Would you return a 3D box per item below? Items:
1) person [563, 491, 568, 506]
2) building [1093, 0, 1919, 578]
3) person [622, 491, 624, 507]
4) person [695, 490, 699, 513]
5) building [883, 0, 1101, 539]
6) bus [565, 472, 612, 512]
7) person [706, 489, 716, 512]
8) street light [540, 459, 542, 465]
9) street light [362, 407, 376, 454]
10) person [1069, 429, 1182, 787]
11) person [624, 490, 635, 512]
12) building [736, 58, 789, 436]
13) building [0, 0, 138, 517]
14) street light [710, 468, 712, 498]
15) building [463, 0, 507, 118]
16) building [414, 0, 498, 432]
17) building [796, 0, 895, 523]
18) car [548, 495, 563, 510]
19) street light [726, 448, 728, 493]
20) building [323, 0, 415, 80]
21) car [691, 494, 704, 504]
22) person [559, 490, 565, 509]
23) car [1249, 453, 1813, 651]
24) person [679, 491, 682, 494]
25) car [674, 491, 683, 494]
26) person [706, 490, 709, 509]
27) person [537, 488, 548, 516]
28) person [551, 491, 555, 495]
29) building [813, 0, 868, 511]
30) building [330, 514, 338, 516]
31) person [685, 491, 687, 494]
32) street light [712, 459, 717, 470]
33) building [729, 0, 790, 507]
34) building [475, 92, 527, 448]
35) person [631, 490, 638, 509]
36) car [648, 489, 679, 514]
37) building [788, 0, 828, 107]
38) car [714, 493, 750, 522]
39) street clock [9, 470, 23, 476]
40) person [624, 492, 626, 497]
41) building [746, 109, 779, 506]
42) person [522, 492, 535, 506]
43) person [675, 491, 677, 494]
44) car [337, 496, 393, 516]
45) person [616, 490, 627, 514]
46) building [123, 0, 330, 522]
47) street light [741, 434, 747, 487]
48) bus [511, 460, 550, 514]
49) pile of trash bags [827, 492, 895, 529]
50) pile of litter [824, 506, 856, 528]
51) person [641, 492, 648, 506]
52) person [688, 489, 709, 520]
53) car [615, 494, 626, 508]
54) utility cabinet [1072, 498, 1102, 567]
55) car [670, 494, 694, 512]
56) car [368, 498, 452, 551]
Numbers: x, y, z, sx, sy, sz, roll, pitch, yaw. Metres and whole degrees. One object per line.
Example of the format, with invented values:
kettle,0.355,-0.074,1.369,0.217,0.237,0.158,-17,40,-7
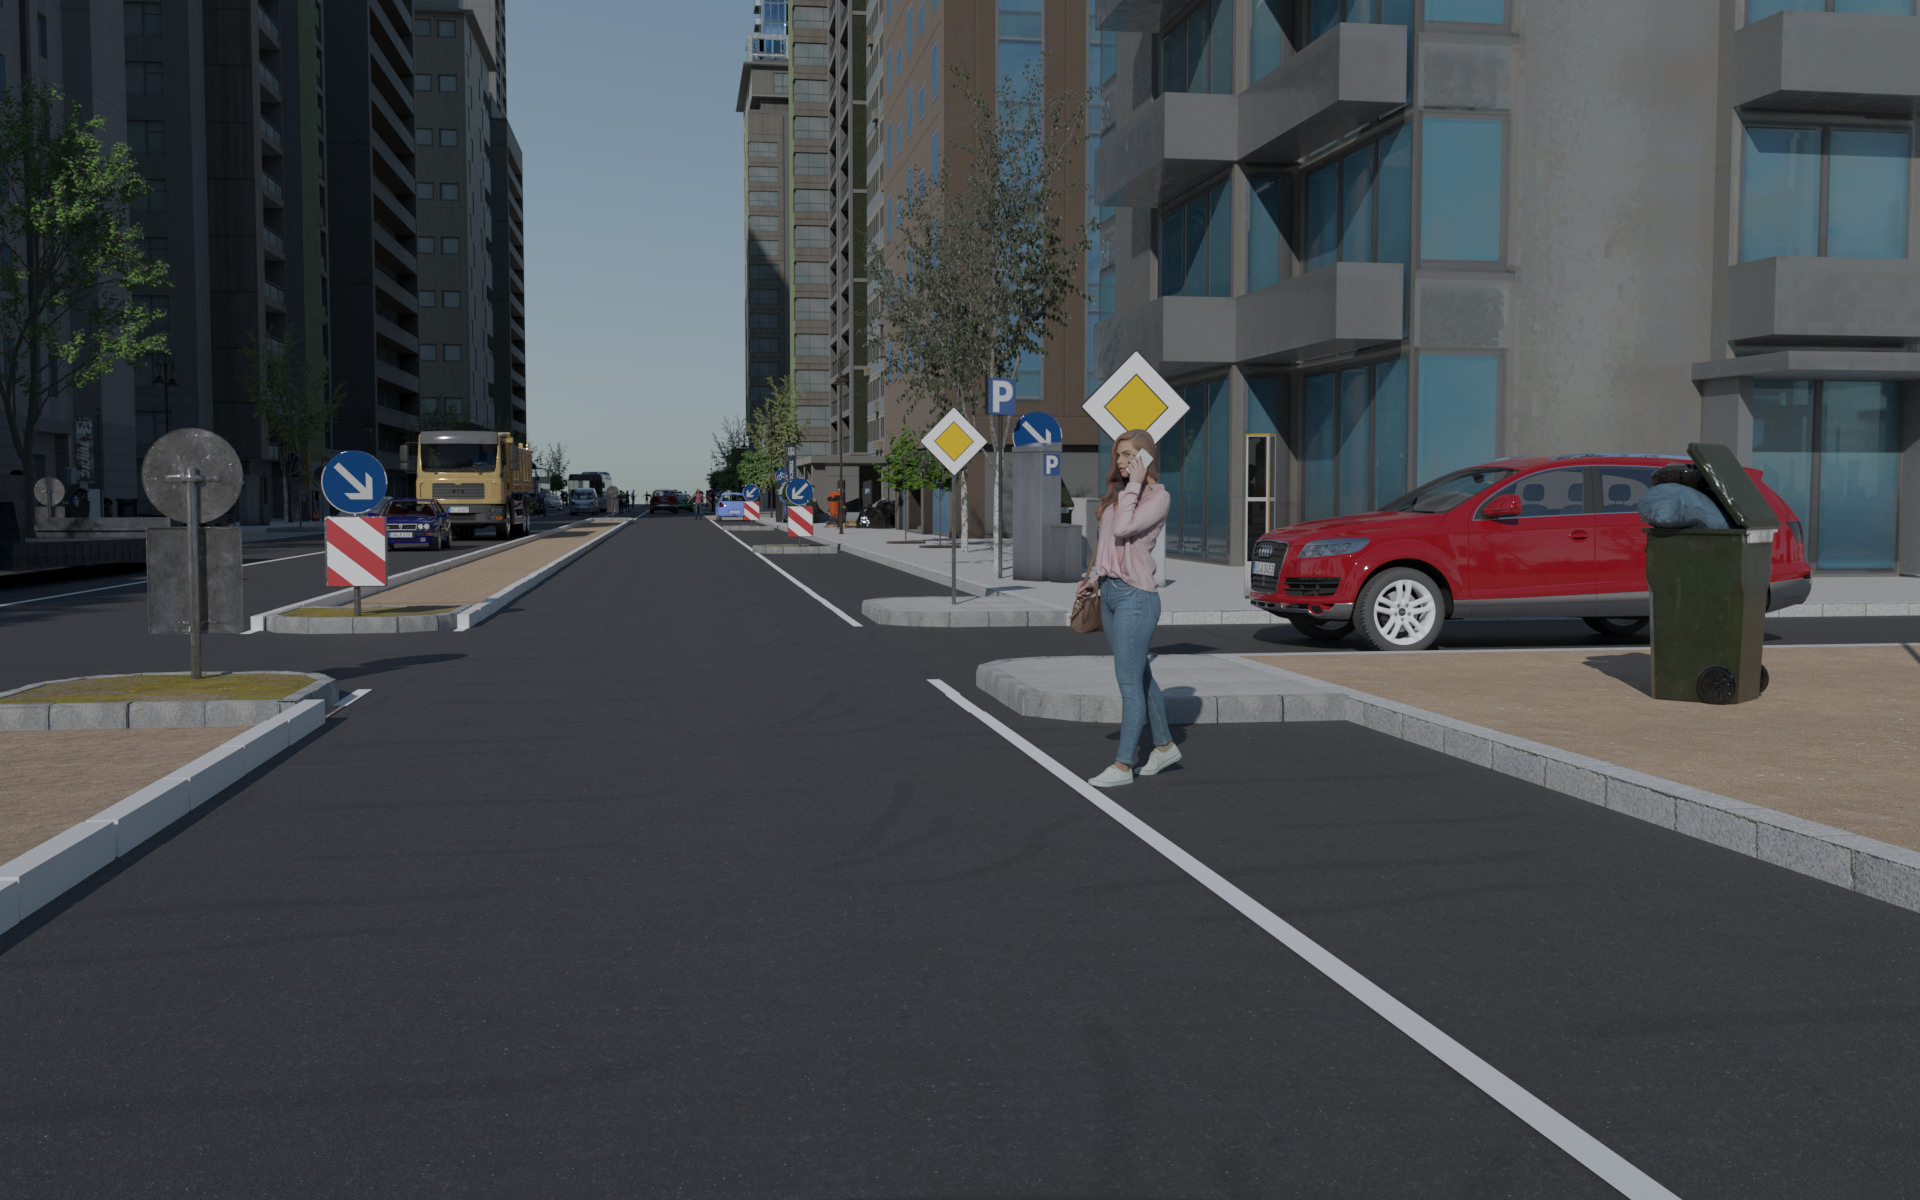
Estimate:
person,-46.660,-12.036,205.367,0.705,1.814,1.350,2,4,34
building,17.775,-25.464,35.941,30.456,49.044,23.786,-1,4,-9
person,-37.041,-11.116,190.797,0.434,1.755,0.990,0,4,-5
person,-20.240,-7.612,133.751,0.445,1.727,0.742,0,4,-7
building,5.210,-24.814,55.815,14.600,45.320,14.200,-1,4,-9
bus,-29.307,-8.719,137.407,2.948,3.499,13.247,0,4,-8
person,-19.706,-7.945,138.335,1.348,1.831,0.705,2,4,33
street light,-51.386,-14.661,212.490,0.468,5.910,1.993,-1,4,-9
street light,-31.584,-7.331,92.653,0.468,5.910,1.993,-1,4,-9
person,0.889,0.028,8.628,0.643,1.750,0.593,-1,4,-22
person,-26.883,-8.012,140.213,1.217,1.735,0.721,1,4,15
building,-12.078,-37.961,209.903,28.713,52.752,27.495,-1,4,-9
building,-40.584,-31.146,51.239,21.231,58.520,28.212,-1,4,-9
street light,-36.149,-17.061,251.736,0.468,5.910,1.993,-1,4,-9
building,-68.950,-48.521,231.565,20.563,71.187,20.611,-1,4,-9
building,-65.307,-36.533,186.546,28.713,52.752,27.495,-1,4,-9
building,8.295,-24.045,85.012,32.217,40.220,23.993,-1,4,-9
car,-36.062,-8.581,152.661,2.083,1.381,4.827,-1,4,-10
street light,-22.662,-12.002,169.025,0.468,5.910,1.993,-1,4,-9
building,-50.346,-30.388,120.540,21.300,48.544,21.600,-1,4,-9
car,-36.506,-14.139,240.757,1.945,1.707,3.694,0,4,-8
person,-38.108,-9.612,165.676,0.705,1.822,1.348,1,4,21
car,5.390,-0.483,16.576,5.304,1.827,2.281,-1,4,-10
person,-28.784,-10.377,178.950,0.721,1.735,1.217,0,4,6
car,-32.308,-11.511,196.874,2.281,1.827,5.304,0,4,-8
person,-24.615,-9.803,168.796,0.705,1.823,1.348,-1,4,-9
person,-27.190,-6.384,112.747,0.709,1.838,0.599,0,4,3
person,-48.434,-12.069,205.928,0.705,1.812,1.348,3,4,37
building,0.324,-41.199,111.854,20.563,71.187,20.611,-1,4,-9
building,-45.697,-40.397,98.747,20.563,71.187,20.611,-1,4,-9
person,-25.523,-9.321,161.426,1.217,1.766,0.721,1,4,21
street light,-30.038,-14.748,213.913,0.468,5.910,1.993,-1,4,-9
building,-20.212,-56.541,237.122,22.319,86.520,31.000,-1,4,-9
building,-64.984,-35.955,211.558,21.300,48.544,21.600,-1,4,-9
person,-31.795,-9.834,169.156,0.599,1.838,0.709,-2,4,-35
car,-22.013,-7.336,128.621,2.281,1.827,5.304,-1,4,-11
building,-5.804,-27.261,129.310,14.154,41.232,14.086,-1,4,-9
car,-12.056,-5.025,91.745,1.945,1.707,3.694,-1,4,-10
street clock,-27.976,-2.870,51.503,0.471,2.002,0.358,0,4,6
person,-45.938,-13.932,237.213,0.530,1.710,0.541,0,4,-2
building,-16.148,-30.878,188.447,14.154,41.232,14.086,-1,4,-9
person,-23.522,-5.193,94.198,0.721,1.735,1.217,1,4,19
person,-27.415,-9.661,167.011,0.990,1.755,0.434,1,4,10
car,-20.402,-2.913,59.996,2.083,1.381,4.827,-1,4,-11
person,-24.616,-7.110,125.464,0.721,1.736,1.217,3,5,42
building,-38.808,-24.339,81.544,14.154,41.232,14.086,-1,4,-9
street light,-16.266,-9.657,130.687,0.468,5.910,1.993,-1,4,-9
bus,-31.613,-8.227,126.058,2.896,3.916,12.252,-1,4,-9
pile of trash bags,-3.292,-3.335,64.273,3.447,1.369,1.912,-2,4,-26
pile of litter,-4.437,-3.225,66.694,1.719,0.858,1.176,-1,4,-10
person,-36.611,-11.813,202.356,1.217,1.736,0.721,-2,4,-25
person,-14.708,-5.392,97.377,1.217,1.743,0.721,-1,4,-9
car,-36.036,-10.575,182.685,2.009,1.686,4.222,0,4,-8
utility cabinet,2.268,-1.206,30.875,0.306,1.237,1.020,1,4,20
car,-22.206,-7.907,138.079,1.959,1.807,4.718,-1,4,-11
car,-14.113,-1.952,44.491,1.945,1.354,3.894,-1,4,-10
